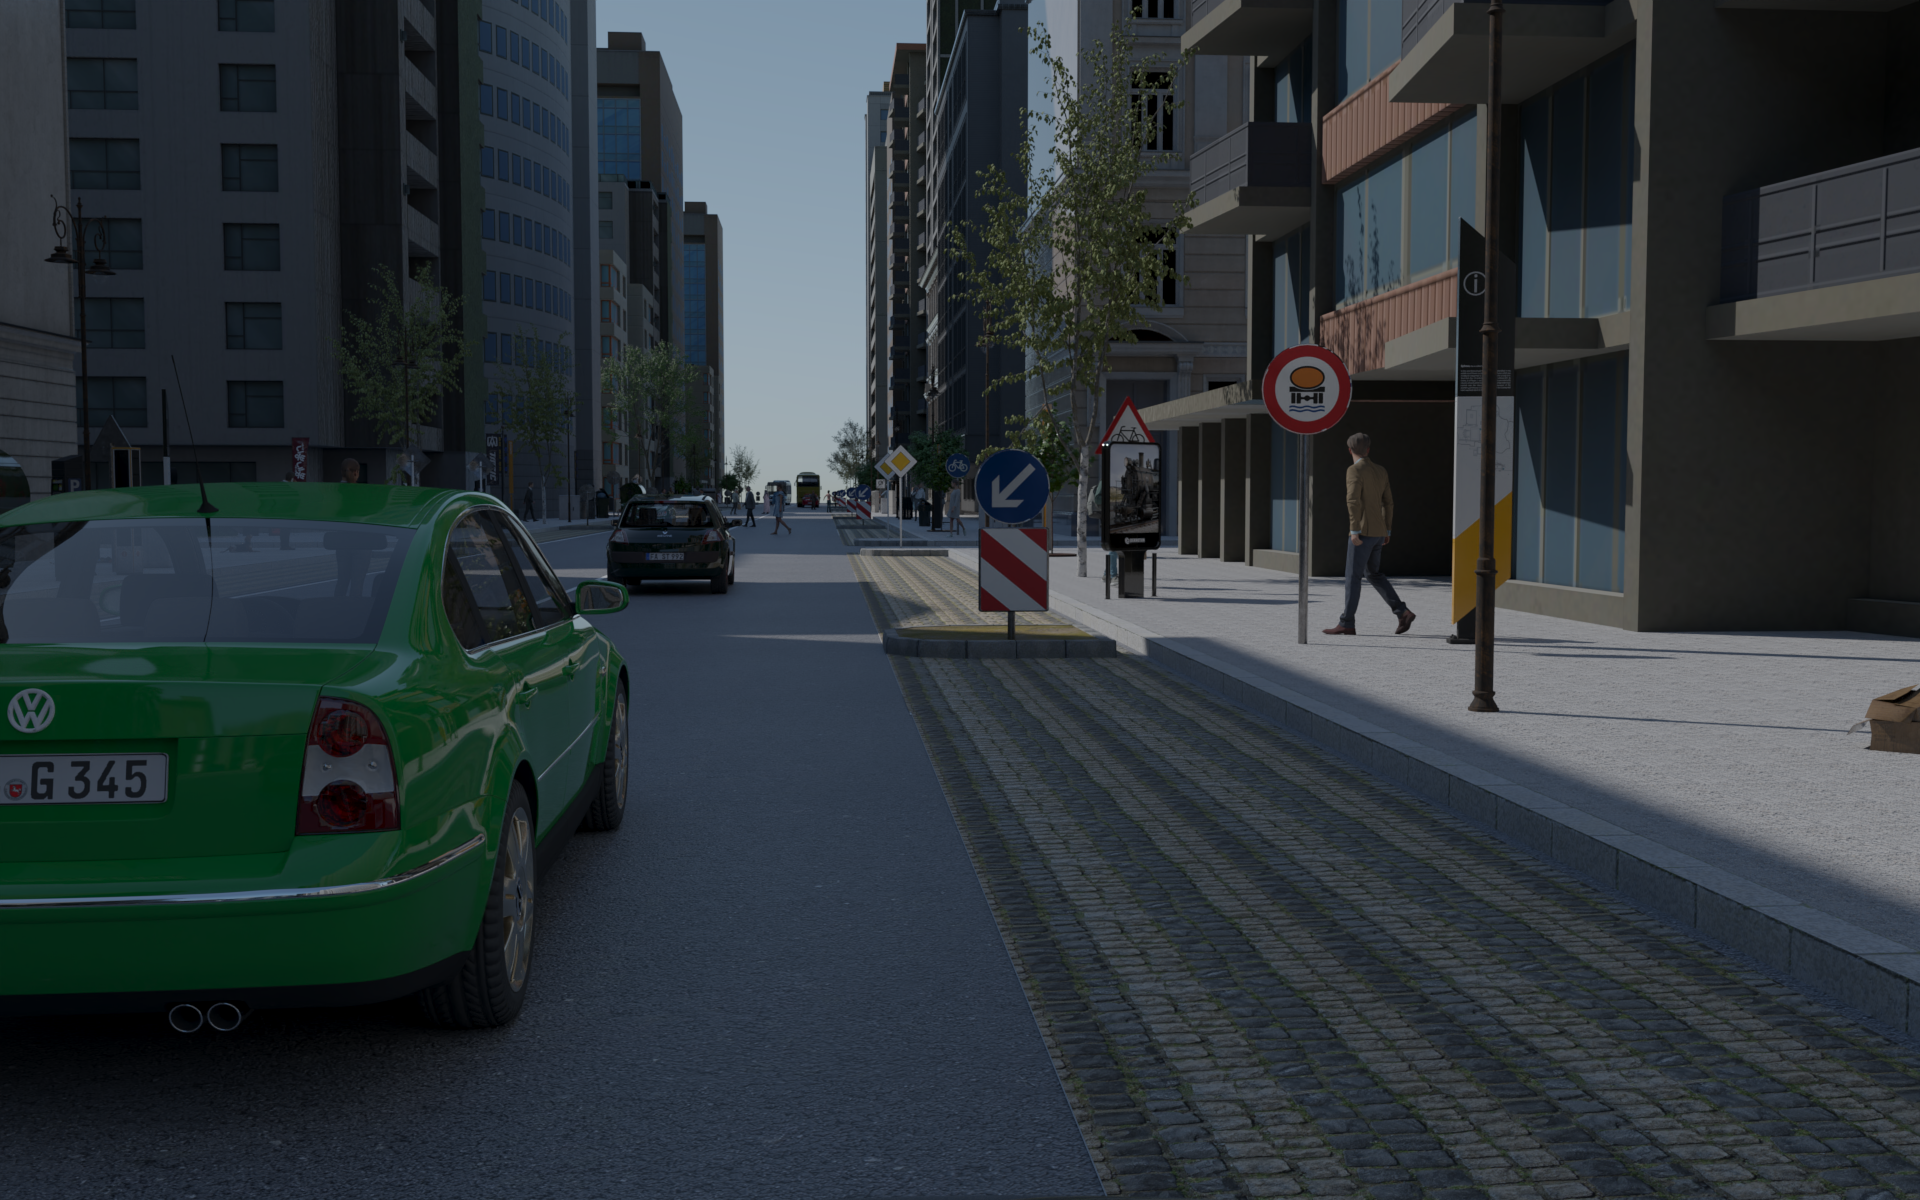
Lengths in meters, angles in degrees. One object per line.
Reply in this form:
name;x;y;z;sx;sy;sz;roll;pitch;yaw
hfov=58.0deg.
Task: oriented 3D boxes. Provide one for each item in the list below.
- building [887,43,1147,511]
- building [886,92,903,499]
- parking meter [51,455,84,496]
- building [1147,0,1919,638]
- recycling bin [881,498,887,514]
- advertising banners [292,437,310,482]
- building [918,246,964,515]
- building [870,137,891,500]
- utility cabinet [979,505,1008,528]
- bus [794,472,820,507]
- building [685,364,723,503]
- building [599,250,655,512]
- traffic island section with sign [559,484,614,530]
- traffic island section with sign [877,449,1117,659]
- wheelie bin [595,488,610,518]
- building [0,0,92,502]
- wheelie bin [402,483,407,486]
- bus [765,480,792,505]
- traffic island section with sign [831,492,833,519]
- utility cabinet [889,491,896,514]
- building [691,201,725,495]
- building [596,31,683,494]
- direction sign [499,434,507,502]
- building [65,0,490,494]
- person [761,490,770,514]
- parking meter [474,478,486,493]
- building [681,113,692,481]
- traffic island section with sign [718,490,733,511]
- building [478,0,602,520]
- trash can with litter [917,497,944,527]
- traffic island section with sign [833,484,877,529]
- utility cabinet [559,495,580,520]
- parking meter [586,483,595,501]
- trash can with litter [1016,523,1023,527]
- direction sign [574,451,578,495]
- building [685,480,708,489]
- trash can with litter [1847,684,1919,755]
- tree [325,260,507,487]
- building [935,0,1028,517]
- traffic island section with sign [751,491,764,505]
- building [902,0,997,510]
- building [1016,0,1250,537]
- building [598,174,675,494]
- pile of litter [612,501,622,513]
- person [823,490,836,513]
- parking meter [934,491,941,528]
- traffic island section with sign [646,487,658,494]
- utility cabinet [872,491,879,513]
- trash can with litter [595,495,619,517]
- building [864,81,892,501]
building;4.326;-31.450;168.836;22.147;44.769;28.867;0;4;-5
building;-0.793;-33.021;190.004;14.600;45.320;14.200;0;4;-5
parking meter;-13.160;-1.214;25.566;0.255;1.863;0.399;1;4;21
building;15.219;-22.576;23.742;22.147;44.769;28.867;0;4;-5
recycling bin;-4.728;-6.092;112.151;0.722;1.027;0.722;0;4;-2
advertising banners;-21.005;-3.481;53.100;2.074;3.025;0.090;-1;4;-15
building;3.036;-15.320;115.116;10.561;19.102;19.286;0;4;-5
building;-0.937;-37.107;230.396;21.300;48.544;21.600;0;4;-5
utility cabinet;0.976;-2.401;50.414;0.306;1.237;1.020;-3;5;-42
bus;-16.804;-12.202;191.054;2.896;3.916;12.252;0;4;-6
building;-48.532;-24.539;246.258;27.650;21.520;28.899;0;4;-5
building;-39.414;-17.798;136.030;27.650;21.520;28.899;0;4;-5
traffic island section with sign;-15.021;-3.744;69.845;1.989;1.847;2.006;0;4;-5
traffic island section with sign;0.295;-0.446;15.925;1.989;1.847;2.006;0;4;-5
wheelie bin;-19.001;-5.140;91.950;0.693;1.594;0.980;-2;4;-31
building;-26.788;-10.119;30.076;19.286;19.102;10.561;0;4;-5
wheelie bin;-15.959;-2.567;49.876;0.693;1.594;0.980;0;4;-7
bus;-23.344;-14.002;223.795;2.948;3.499;13.247;0;4;-3
traffic island section with sign;-6.263;-5.502;98.589;1.989;1.847;2.006;0;4;-5
utility cabinet;-4.271;-6.159;109.380;0.318;1.500;1.173;-1;4;-18
building;-43.902;-37.800;268.142;14.600;45.320;14.200;0;4;-5
building;-35.957;-31.938;172.293;14.600;45.320;14.200;0;4;-5
direction sign;-17.308;-4.496;65.504;0.379;3.537;0.876;1;4;9
building;-25.512;-17.757;62.024;14.160;30.474;14.107;0;4;-5
person;-14.061;-7.113;125.458;0.621;1.740;0.551;0;4;7
parking meter;-17.807;-3.580;64.247;0.399;1.863;0.255;-2;4;-28
building;-37.221;-32.808;186.516;14.600;45.320;14.200;0;4;-5
traffic island section with sign;-23.272;-10.098;173.726;1.989;1.847;2.006;0;4;-5
building;-31.814;-33.652;92.211;21.231;58.520;28.212;0;4;-5
trash can with litter;-1.164;-3.485;68.374;1.055;1.170;0.624;-1;4;-9
traffic island section with sign;-4.109;-3.842;71.444;1.989;1.847;2.006;0;4;-5
utility cabinet;-19.391;-4.579;86.025;1.020;1.237;0.306;0;4;-8
parking meter;-19.989;-5.384;93.732;0.399;1.863;0.255;2;4;31
trash can with litter;2.016;-3.340;65.996;0.624;1.170;1.055;2;4;24
direction sign;-20.100;-6.037;90.698;0.379;3.537;0.876;0;4;-4
building;-48.668;-32.234;218.913;32.217;40.220;23.993;0;4;-5
trash can with litter;4.926;0.181;8.428;1.055;1.170;0.624;3;5;40
tree;-17.210;-6.333;53.905;4.737;8.622;4.395;0;3;0
building;6.482;-18.345;93.446;14.314;27.812;24.014;0;4;-5
traffic island section with sign;-29.881;-15.187;256.934;1.989;1.847;2.006;0;4;-5
building;5.816;-43.125;143.345;20.563;71.187;20.611;0;4;-5
building;12.553;-16.661;58.304;20.117;28.700;13.634;0;4;-5
building;-33.941;-23.657;158.488;14.160;30.474;14.107;0;4;-5
pile of litter;-23.171;-6.463;119.635;1.719;0.858;1.176;2;4;24
person;-9.975;-7.533;132.379;1.217;1.736;0.721;2;4;33
parking meter;-0.844;-3.613;64.783;0.255;1.863;0.399;0;4;-3
traffic island section with sign;-17.174;-5.391;96.768;1.989;1.847;2.006;0;4;-5
utility cabinet;-5.832;-6.748;119.016;0.318;1.500;1.173;-1;4;-14
trash can with litter;-20.184;-5.327;98.149;2.233;1.210;1.678;0;4;6
building;-3.365;-43.599;254.837;21.231;58.520;28.212;0;4;-5
